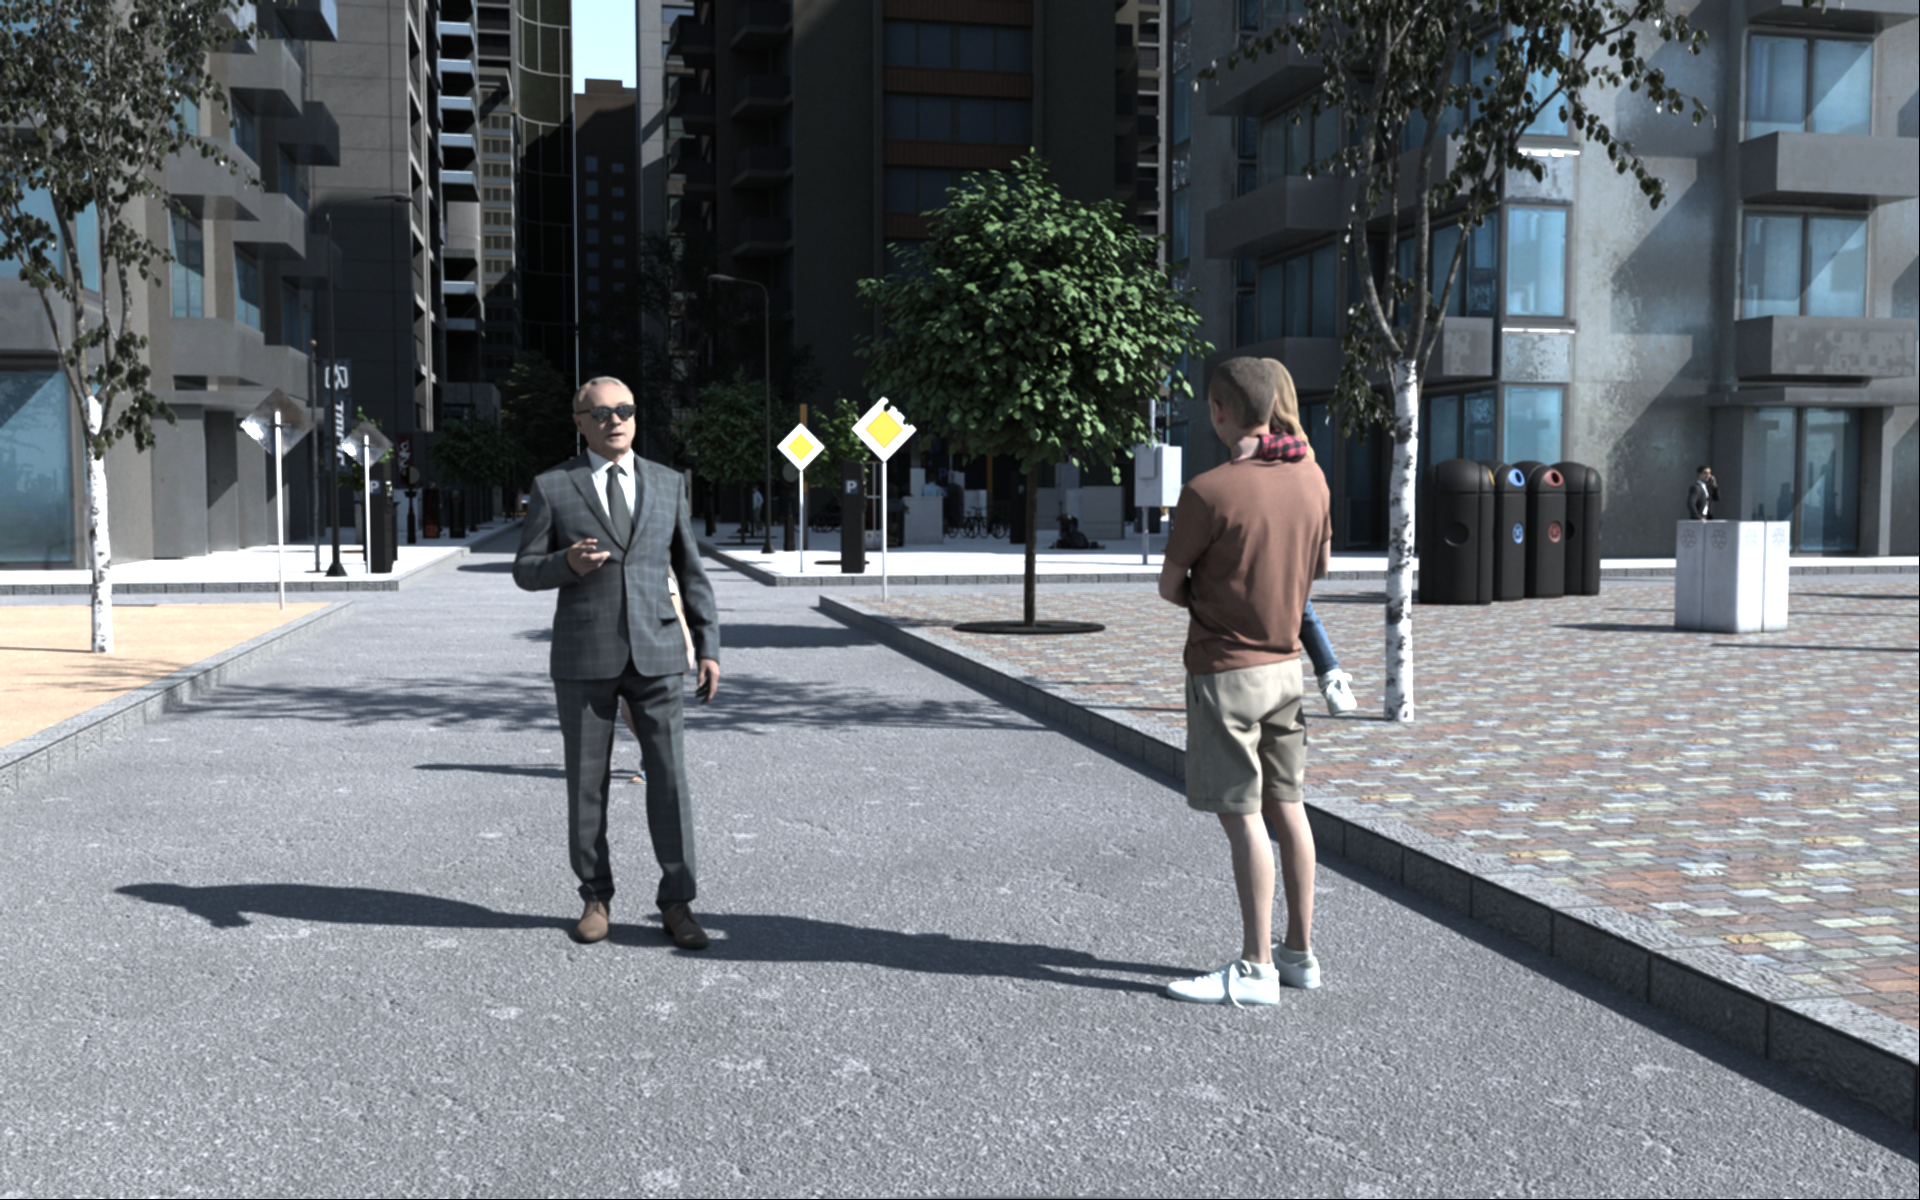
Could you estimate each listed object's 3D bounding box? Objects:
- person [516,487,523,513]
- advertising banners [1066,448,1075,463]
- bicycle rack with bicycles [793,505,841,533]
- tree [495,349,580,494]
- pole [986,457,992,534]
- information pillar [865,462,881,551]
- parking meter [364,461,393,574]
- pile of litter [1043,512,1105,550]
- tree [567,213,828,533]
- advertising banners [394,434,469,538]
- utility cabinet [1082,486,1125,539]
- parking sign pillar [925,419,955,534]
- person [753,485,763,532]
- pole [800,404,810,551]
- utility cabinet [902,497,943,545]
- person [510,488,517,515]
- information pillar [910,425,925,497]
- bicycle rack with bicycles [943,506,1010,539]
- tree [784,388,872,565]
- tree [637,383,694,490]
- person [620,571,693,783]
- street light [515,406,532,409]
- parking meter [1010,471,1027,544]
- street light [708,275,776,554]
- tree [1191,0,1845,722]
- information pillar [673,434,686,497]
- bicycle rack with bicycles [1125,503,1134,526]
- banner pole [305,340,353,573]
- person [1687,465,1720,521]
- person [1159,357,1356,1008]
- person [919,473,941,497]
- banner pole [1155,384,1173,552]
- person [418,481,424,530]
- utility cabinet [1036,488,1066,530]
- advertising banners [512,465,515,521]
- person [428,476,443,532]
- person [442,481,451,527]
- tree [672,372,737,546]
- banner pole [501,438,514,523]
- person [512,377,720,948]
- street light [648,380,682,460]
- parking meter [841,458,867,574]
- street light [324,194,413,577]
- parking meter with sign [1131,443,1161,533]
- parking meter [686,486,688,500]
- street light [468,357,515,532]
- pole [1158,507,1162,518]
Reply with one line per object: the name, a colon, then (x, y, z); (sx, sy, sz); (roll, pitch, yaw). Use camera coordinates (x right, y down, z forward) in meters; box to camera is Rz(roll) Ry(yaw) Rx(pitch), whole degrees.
person: (-29.264, -6.631, 115.120); (0.551, 1.740, 0.621); (-2, 4, -32)
advertising banners: (4.701, -4.232, 65.384); (0.090, 3.025, 2.074); (-3, 5, -40)
bicycle rack with bicycles: (-4.147, -2.721, 57.866); (2.925, 0.926, 2.852); (0, 4, -8)
tree: (-33.406, -13.343, 136.288); (7.486, 12.596, 7.792); (0, 3, 0)
pole: (0.952, -3.798, 55.940); (0.158, 3.312, 0.155); (0, 3, 0)
information pillar: (-1.994, -2.133, 39.362); (0.304, 2.012, 0.304); (2, 4, 27)
parking meter: (-9.384, -1.361, 27.970); (0.399, 1.863, 0.255); (0, 4, 7)
pile of litter: (2.696, -1.633, 40.663); (1.176, 0.858, 1.719); (-2, 4, -28)
tree: (-8.396, -7.523, 57.418); (8.767, 10.594, 7.601); (-2, 4, -32)
advertising banners: (-15.296, -3.299, 50.122); (2.074, 3.025, 0.090); (0, 4, -1)
utility cabinet: (4.053, -2.459, 48.880); (1.173, 1.500, 0.318); (2, 4, 24)
parking sign pillar: (-0.883, -4.157, 56.441); (1.447, 3.967, 1.447); (-2, 4, -31)
person: (-6.905, -3.111, 58.713); (0.330, 1.601, 0.589); (-2, 4, -27)
pole: (-3.539, -2.780, 39.292); (0.158, 3.312, 0.155); (0, 3, 0)
utility cabinet: (-0.962, -2.023, 44.241); (1.020, 1.237, 0.306); (-1, 4, -11)
person: (-26.724, -5.948, 103.745); (0.683, 1.767, 0.568); (2, 4, 25)
information pillar: (-1.339, -3.909, 55.263); (0.504, 3.616, 0.183); (-1, 4, -15)
bicycle rack with bicycles: (0.695, -2.290, 50.828); (2.852, 0.926, 2.925); (-2, 4, -28)
tree: (-2.144, -2.277, 31.837); (1.663, 3.219, 1.824); (0, 3, 0)
tree: (-17.841, -9.534, 106.238); (4.360, 8.622, 3.978); (0, 3, 0)
person: (-1.484, 0.297, 8.666); (0.505, 1.210, 0.382); (3, 4, 36)
street light: (-23.281, -7.278, 91.541); (1.470, 5.913, 1.316); (-1, 4, -12)
parking meter: (1.502, -2.381, 44.644); (0.399, 1.863, 0.255); (-3, 5, -41)
street light: (-4.658, -3.941, 36.981); (1.470, 5.913, 1.316); (-1, 4, -12)
tree: (2.715, -3.626, 9.655); (4.360, 8.622, 3.978); (0, 3, 0)
information pillar: (-10.808, -4.603, 66.614); (0.504, 3.616, 0.183); (0, 4, -7)
bicycle rack with bicycles: (6.242, -3.518, 70.900); (2.852, 0.926, 2.925); (-2, 4, -28)
banner pole: (-10.259, -2.332, 28.153); (0.863, 3.779, 0.401); (0, 4, 4)
person: (12.225, -1.260, 28.464); (0.474, 1.900, 0.648); (2, 4, 29)
person: (0.860, 0.211, 5.019); (0.573, 1.828, 0.580); (0, 4, 5)
person: (-0.807, -2.402, 45.327); (0.660, 1.820, 0.620); (1, 4, 9)
banner pole: (4.584, -2.988, 38.871); (0.401, 3.779, 0.863); (-2, 4, -31)
person: (-19.185, -3.372, 61.740); (0.480, 1.755, 0.524); (-3, 5, -39)
utility cabinet: (3.260, -3.253, 61.873); (1.173, 1.500, 0.318); (0, 4, -8)
advertising banners: (-21.531, -5.348, 83.621); (0.090, 3.025, 2.074); (-1, 4, -12)
person: (-16.233, -2.907, 53.475); (0.656, 1.842, 0.836); (1, 4, 9)
person: (-19.794, -3.707, 66.827); (0.419, 1.800, 0.721); (-1, 4, -12)
tree: (-5.552, -3.674, 43.778); (4.285, 4.588, 4.351); (0, 3, 0)
banner pole: (-20.175, -5.324, 77.063); (0.401, 3.779, 0.863); (0, 4, -1)
person: (-1.068, 0.194, 5.497); (0.661, 1.801, 0.590); (-1, 4, -23)
street light: (-11.705, -5.917, 69.290); (1.470, 5.913, 1.316); (-1, 4, -12)
parking meter: (-1.709, -1.359, 27.927); (0.399, 1.863, 0.255); (1, 4, 9)
street light: (-9.156, -3.321, 26.833); (1.470, 5.913, 1.316); (-1, 4, -12)
parking meter with sign: (6.120, -3.721, 57.097); (0.543, 3.016, 1.738); (-1, 4, -19)
parking meter: (-16.182, -5.861, 101.540); (0.399, 1.863, 0.255); (-2, 4, -29)
street light: (-15.997, -5.274, 58.773); (1.470, 5.913, 1.316); (-1, 4, -12)
pole: (10.941, -6.161, 94.577); (0.158, 3.312, 0.155); (0, 3, 0)
